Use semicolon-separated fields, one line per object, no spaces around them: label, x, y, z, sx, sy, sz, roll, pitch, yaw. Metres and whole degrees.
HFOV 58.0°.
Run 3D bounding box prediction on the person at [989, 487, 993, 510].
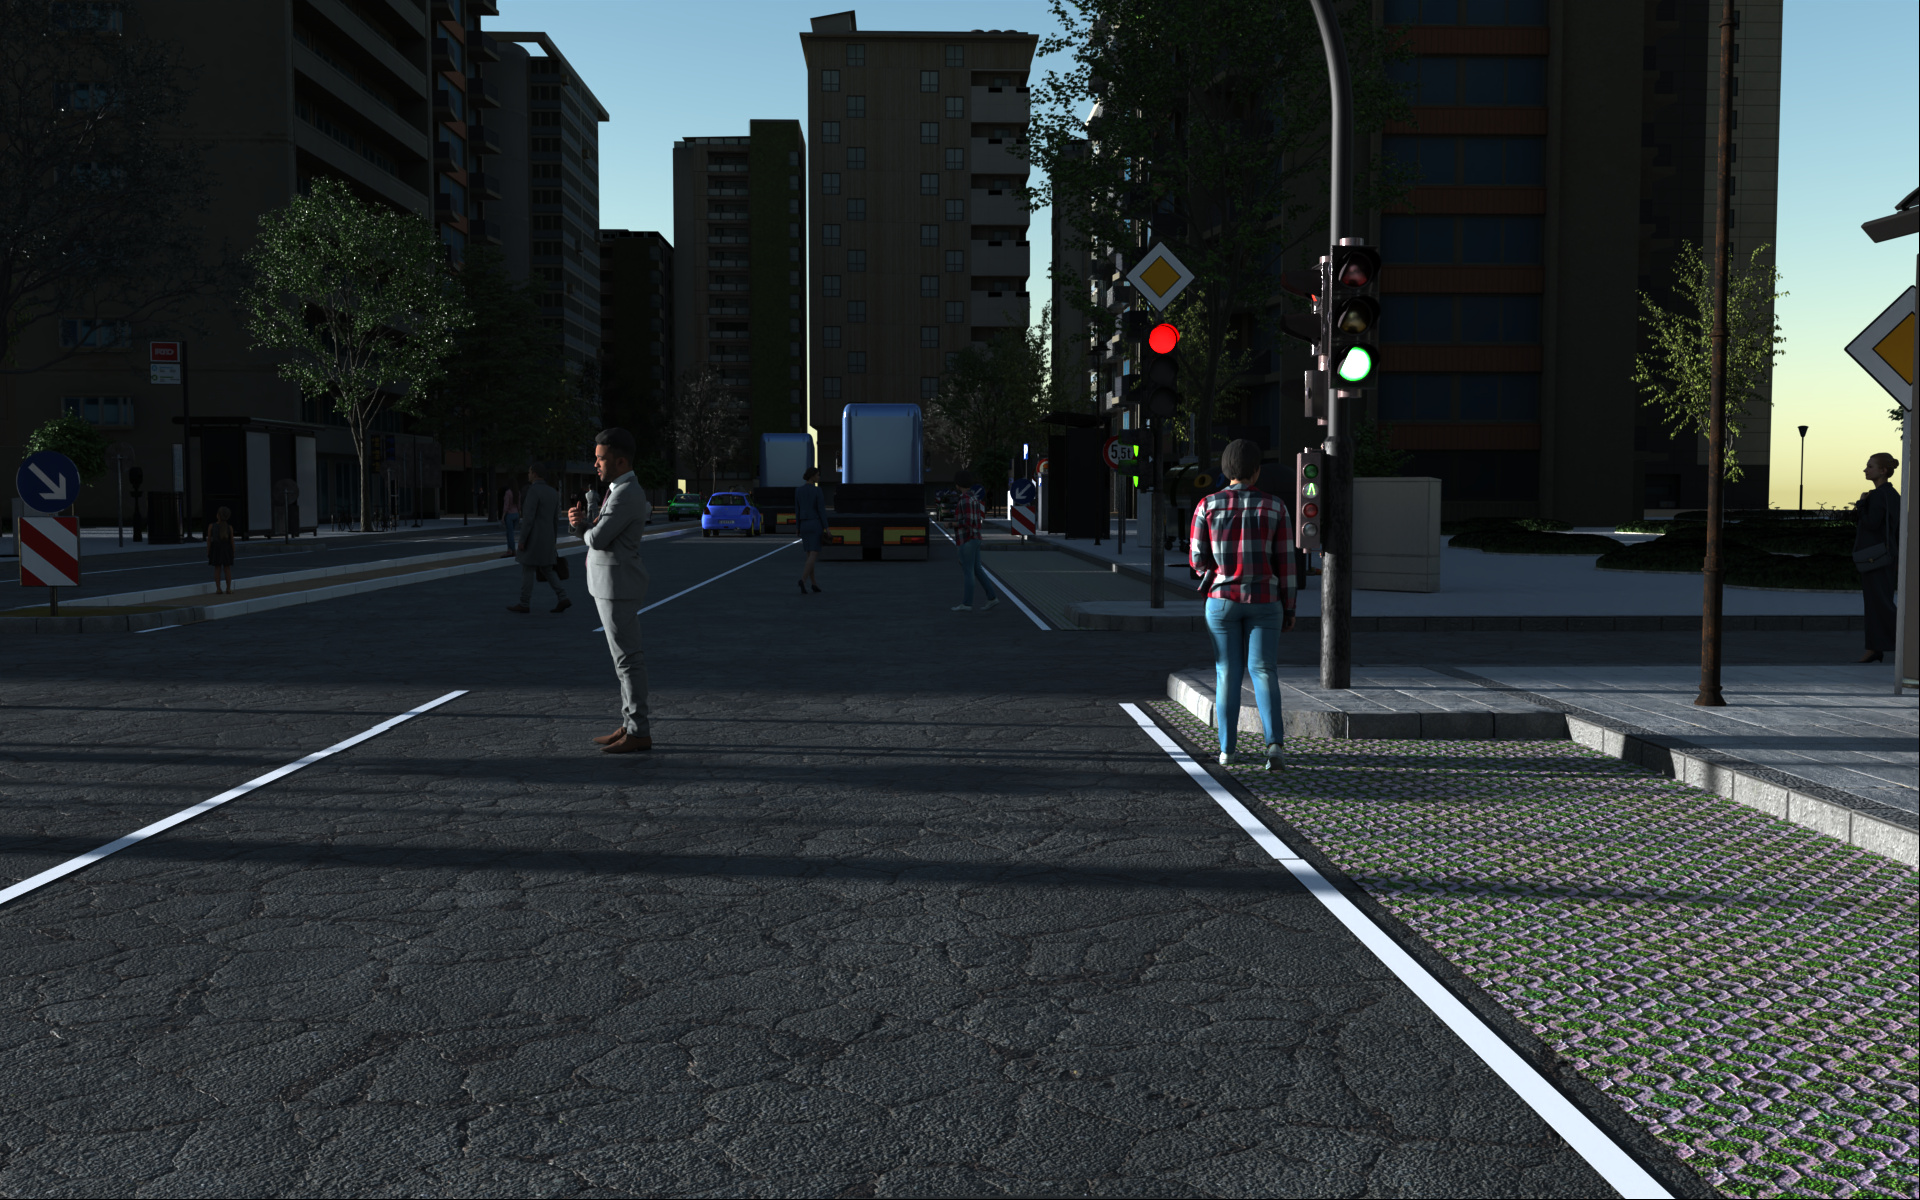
person;2.421;-8.121;138.446;0.705;1.869;1.348;1;4;20

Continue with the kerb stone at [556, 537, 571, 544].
kerb stone;-11.658;-1.751;50.840;0.120;0.150;1.000;0;4;-2

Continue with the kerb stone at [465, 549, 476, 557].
kerb stone;-11.300;-1.063;39.583;0.120;0.150;1.000;0;4;-2

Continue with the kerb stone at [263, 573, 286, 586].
kerb stone;-10.901;-0.312;27.292;0.120;0.150;1.000;0;4;-2

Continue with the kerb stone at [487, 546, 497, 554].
kerb stone;-11.370;-1.188;41.628;0.120;0.150;1.000;0;4;-2

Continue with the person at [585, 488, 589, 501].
person;-22.443;-6.015;105.334;0.756;1.711;0.436;-1;4;-22

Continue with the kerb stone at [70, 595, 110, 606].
kerb stone;-10.698;0.065;21.147;0.120;0.150;1.000;0;4;-2

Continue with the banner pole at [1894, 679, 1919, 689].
banner pole;6.636;-1.318;11.560;0.863;3.779;0.401;-3;4;-36

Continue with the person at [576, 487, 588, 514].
person;-24.246;-6.422;111.598;0.990;1.755;0.434;0;4;2

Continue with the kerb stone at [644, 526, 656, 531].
kerb stone;-12.233;-2.817;68.256;0.120;0.150;1.000;0;4;-2

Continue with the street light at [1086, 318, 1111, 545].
street light;3.452;-4.313;43.299;0.468;5.910;1.993;0;4;-2

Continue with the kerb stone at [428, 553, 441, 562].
kerb stone;-11.199;-0.875;36.509;0.120;0.150;1.000;0;4;-2

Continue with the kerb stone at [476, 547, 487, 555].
kerb stone;-11.334;-1.126;40.607;0.120;0.150;1.000;0;4;-2

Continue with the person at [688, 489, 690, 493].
person;-24.838;-9.312;159.015;1.217;1.743;0.721;2;4;30

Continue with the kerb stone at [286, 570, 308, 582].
kerb stone;-10.930;-0.373;28.315;0.120;0.150;1.000;0;4;-2

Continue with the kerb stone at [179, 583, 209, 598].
kerb stone;-10.800;-0.122;24.215;0.120;0.150;1.000;0;4;-2

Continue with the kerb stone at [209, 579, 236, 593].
kerb stone;-10.840;-0.187;25.248;0.120;0.150;1.000;0;4;-2

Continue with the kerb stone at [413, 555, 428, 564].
kerb stone;-11.161;-0.813;35.488;0.120;0.150;1.000;0;4;-2

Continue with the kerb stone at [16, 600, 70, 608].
kerb stone;-10.669;0.132;20.123;0.120;0.150;1.000;0;4;-2

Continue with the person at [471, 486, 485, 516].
person;-27.972;-5.732;100.557;0.742;1.727;0.445;-1;4;-20

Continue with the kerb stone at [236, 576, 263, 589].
kerb stone;-10.866;-0.244;26.270;0.120;0.150;1.000;0;4;-2

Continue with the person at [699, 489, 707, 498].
person;-24.471;-9.644;164.409;0.721;1.739;1.217;2;4;33

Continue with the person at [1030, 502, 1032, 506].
person;6.083;-8.693;149.637;0.593;1.643;0.415;1;4;15

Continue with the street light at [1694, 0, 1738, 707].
street light;4.566;-2.298;10.362;0.468;5.910;1.993;0;4;-2

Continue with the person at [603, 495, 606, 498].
person;-34.337;-10.050;169.992;1.348;1.869;0.705;-3;4;-36

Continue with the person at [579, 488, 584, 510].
person;-29.759;-7.909;136.040;0.721;1.739;1.217;-2;4;-34

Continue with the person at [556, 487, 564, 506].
person;-27.339;-6.778;117.568;0.721;1.736;1.217;3;4;37

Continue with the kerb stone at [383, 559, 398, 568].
kerb stone;-11.105;-0.686;33.435;0.120;0.150;1.000;0;4;-2

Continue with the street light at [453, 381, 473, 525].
street light;-20.229;-5.988;70.690;0.468;5.910;1.993;0;4;-2

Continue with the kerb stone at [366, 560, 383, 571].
kerb stone;-11.059;-0.621;32.414;0.120;0.150;1.000;0;4;-2

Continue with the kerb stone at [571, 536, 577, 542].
kerb stone;-11.692;-1.813;51.864;0.120;0.150;1.000;0;4;-2

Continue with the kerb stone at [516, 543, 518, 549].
kerb stone;-11.470;-1.376;44.698;0.120;0.150;1.000;0;4;-2

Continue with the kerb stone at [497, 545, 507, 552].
kerb stone;-11.399;-1.250;42.655;0.120;0.150;1.000;0;4;-2

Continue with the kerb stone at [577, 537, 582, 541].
kerb stone;-11.734;-1.877;52.890;0.120;0.150;1.000;0;4;-2

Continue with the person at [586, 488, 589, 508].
person;-28.273;-7.624;131.242;0.434;1.755;0.990;-1;4;-11

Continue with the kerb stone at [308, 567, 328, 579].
kerb stone;-10.971;-0.435;29.337;0.120;0.150;1.000;0;4;-2

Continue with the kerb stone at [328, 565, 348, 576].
kerb stone;-10.999;-0.499;30.359;0.120;0.150;1.000;0;4;-2

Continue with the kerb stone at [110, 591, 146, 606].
kerb stone;-10.731;0.001;22.172;0.120;0.150;1.000;0;4;-2

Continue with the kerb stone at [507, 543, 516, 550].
kerb stone;-11.432;-1.314;43.677;0.120;0.150;1.000;0;4;-2

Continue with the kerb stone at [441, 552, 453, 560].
kerb stone;-11.231;-0.938;37.537;0.120;0.150;1.000;0;4;-2

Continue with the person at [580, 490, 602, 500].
person;-21.985;-5.946;103.346;1.350;1.814;0.705;1;4;10

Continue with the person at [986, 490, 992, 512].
person;1.959;-7.314;126.450;0.721;1.723;1.217;-2;4;-35

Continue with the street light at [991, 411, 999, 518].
street light;1.889;-7.393;93.666;0.468;5.910;1.993;0;4;-2

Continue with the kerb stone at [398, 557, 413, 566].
kerb stone;-11.131;-0.746;34.465;0.120;0.150;1.000;0;4;-2

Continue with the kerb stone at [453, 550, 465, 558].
kerb stone;-11.267;-1.001;38.561;0.120;0.150;1.000;0;4;-2

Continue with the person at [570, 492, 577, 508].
person;-29.718;-7.575;133.086;0.799;1.438;0.628;3;4;38

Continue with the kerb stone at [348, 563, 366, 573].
kerb stone;-11.027;-0.562;31.381;0.120;0.150;1.000;0;4;-2

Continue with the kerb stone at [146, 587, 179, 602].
kerb stone;-10.758;-0.061;23.194;0.120;0.150;1.000;0;4;-2
